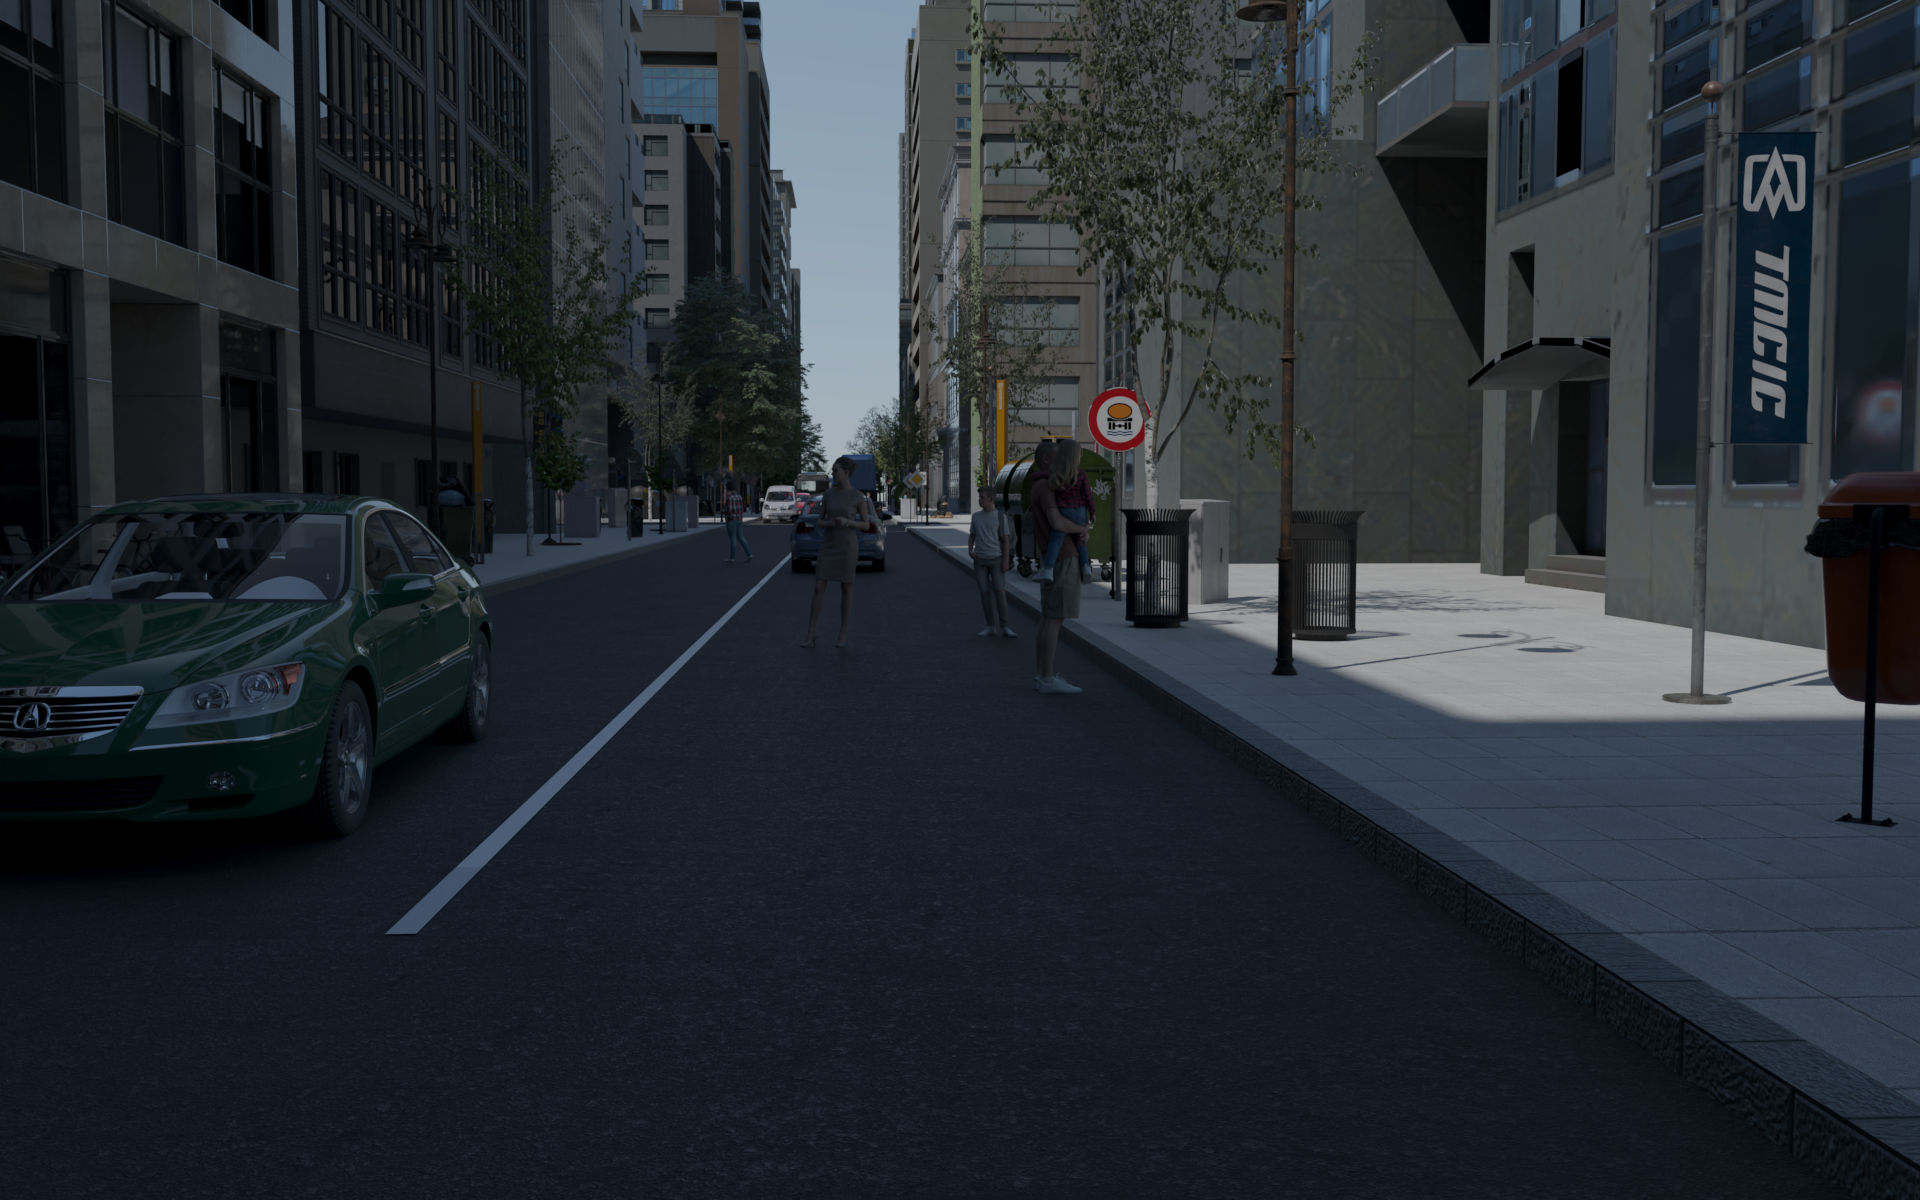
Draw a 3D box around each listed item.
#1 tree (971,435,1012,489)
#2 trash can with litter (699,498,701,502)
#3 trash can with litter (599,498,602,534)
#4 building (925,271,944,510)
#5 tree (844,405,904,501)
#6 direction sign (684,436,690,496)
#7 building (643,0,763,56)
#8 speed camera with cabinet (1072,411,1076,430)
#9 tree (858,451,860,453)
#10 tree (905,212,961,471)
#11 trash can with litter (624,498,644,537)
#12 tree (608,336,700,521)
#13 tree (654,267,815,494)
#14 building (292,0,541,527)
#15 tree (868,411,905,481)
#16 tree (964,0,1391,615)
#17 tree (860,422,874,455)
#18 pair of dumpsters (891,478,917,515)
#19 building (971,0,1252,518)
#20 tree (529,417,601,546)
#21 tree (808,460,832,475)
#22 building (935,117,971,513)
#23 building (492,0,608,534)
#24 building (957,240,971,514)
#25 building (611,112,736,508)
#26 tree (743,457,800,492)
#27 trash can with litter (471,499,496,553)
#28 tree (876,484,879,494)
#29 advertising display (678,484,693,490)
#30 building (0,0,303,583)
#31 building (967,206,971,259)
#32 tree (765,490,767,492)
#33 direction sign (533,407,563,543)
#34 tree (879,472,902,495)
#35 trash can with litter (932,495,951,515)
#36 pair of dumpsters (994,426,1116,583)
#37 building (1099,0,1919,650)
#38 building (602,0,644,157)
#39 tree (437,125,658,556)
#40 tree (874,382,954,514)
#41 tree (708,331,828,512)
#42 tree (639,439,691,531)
[{"bbox_3d":[0.840,-3.485,51.577,1.663,3.219,1.824,0,3,0],"label":"tree"},{"bbox_3d":[-17.756,-6.368,115.502,0.624,1.170,1.055,2,4,26],"label":"trash can with litter"},{"bbox_3d":[-11.831,-2.673,55.093,0.624,1.170,1.055,-3,5,-43],"label":"trash can with litter"},{"bbox_3d":[2.297,-18.124,145.476,9.793,20.994,18.267,0,4,-4],"label":"building"},{"bbox_3d":[-11.174,-20.084,238.736,12.009,13.543,11.850,0,3,0],"label":"tree"},{"bbox_3d":[-10.626,-4.620,67.526,0.379,3.537,0.876,-1,4,-23],"label":"direction sign"},{"bbox_3d":[-32.949,-54.485,203.497,22.319,86.520,31.000,0,4,-4],"label":"building"},{"bbox_3d":[2.105,-2.862,41.133,2.038,3.252,0.660,-1,4,-14],"label":"speed camera with cabinet"},{"bbox_3d":[-8.052,-13.925,178.036,4.737,8.622,4.395,0,3,0],"label":"tree"},{"bbox_3d":[0.875,-5.783,44.910,4.360,8.622,3.978,0,3,0],"label":"tree"},{"bbox_3d":[-9.749,-2.452,51.483,0.624,1.170,1.055,-1,4,-21],"label":"trash can with litter"},{"bbox_3d":[-14.451,-8.046,81.915,4.360,8.622,3.978,0,3,0],"label":"tree"},{"bbox_3d":[-12.643,-11.643,97.019,9.857,13.997,8.962,0,3,0],"label":"tree"},{"bbox_3d":[-18.959,-15.063,39.782,14.314,27.812,24.014,0,4,-4],"label":"building"},{"bbox_3d":[-5.803,-12.215,150.077,4.360,8.622,3.978,0,3,0],"label":"tree"},{"bbox_3d":[2.029,-4.112,17.593,4.360,8.622,3.978,0,3,0],"label":"tree"},{"bbox_3d":[-4.376,-11.026,130.637,4.737,8.622,4.395,0,3,0],"label":"tree"},{"bbox_3d":[-3.348,-6.288,105.296,1.574,2.255,4.437,0,4,-4],"label":"pair of dumpsters"},{"bbox_3d":[7.286,-23.088,61.083,14.154,41.232,14.086,0,4,-4],"label":"building"},{"bbox_3d":[-10.133,-2.993,43.532,1.663,3.219,1.824,0,3,0],"label":"tree"},{"bbox_3d":[-25.092,-21.893,308.317,4.737,8.622,4.395,0,3,0],"label":"tree"},{"bbox_3d":[5.446,-20.816,126.241,13.634,28.700,20.117,0,4,-4],"label":"building"},{"bbox_3d":[-23.271,-14.818,60.305,19.932,24.808,12.078,0,4,-4],"label":"building"},{"bbox_3d":[5.654,-14.815,106.845,10.561,19.102,19.286,0,4,-4],"label":"building"},{"bbox_3d":[-24.986,-22.210,134.831,14.160,30.474,14.107,0,4,-4],"label":"building"},{"bbox_3d":[-14.568,-8.895,129.155,4.285,4.588,4.351,0,3,0],"label":"tree"},{"bbox_3d":[-10.496,-1.592,37.422,1.055,1.170,0.624,3,5,44],"label":"trash can with litter"},{"bbox_3d":[-9.173,-12.340,196.365,1.663,3.219,1.824,0,3,0],"label":"tree"},{"bbox_3d":[-17.699,-6.519,111.803,0.974,1.923,0.123,1,4,12],"label":"advertising display"},{"bbox_3d":[-19.522,-12.611,10.705,19.350,26.468,34.151,0,4,-4],"label":"building"},{"bbox_3d":[12.749,-15.142,89.367,24.055,21.916,13.314,0,4,-4],"label":"building"},{"bbox_3d":[-14.993,-8.716,137.112,1.663,3.219,1.824,0,3,0],"label":"tree"},{"bbox_3d":[-10.778,-3.265,45.381,0.379,3.537,0.876,3,5,44],"label":"direction sign"},{"bbox_3d":[-5.106,-8.642,135.902,1.663,3.219,1.824,0,3,0],"label":"tree"},{"bbox_3d":[-0.891,-5.724,104.646,1.678,1.210,2.233,-1,4,-8],"label":"trash can with litter"},{"bbox_3d":[1.482,-1.502,27.057,1.574,2.255,4.437,0,4,-4],"label":"pair of dumpsters"},{"bbox_3d":[15.461,-43.553,24.772,22.319,86.520,31.000,0,4,-4],"label":"building"},{"bbox_3d":[-32.508,-31.047,96.858,28.713,52.752,27.495,0,4,-4],"label":"building"},{"bbox_3d":[-8.626,-5.204,35.455,4.737,8.622,4.395,0,3,0],"label":"tree"},{"bbox_3d":[-2.613,-9.967,113.328,4.737,8.622,4.395,0,3,0],"label":"tree"},{"bbox_3d":[-13.958,-12.393,120.758,7.486,12.596,7.792,0,3,0],"label":"tree"},{"bbox_3d":[-10.400,-4.028,60.454,1.663,3.219,1.824,0,3,0],"label":"tree"}]
